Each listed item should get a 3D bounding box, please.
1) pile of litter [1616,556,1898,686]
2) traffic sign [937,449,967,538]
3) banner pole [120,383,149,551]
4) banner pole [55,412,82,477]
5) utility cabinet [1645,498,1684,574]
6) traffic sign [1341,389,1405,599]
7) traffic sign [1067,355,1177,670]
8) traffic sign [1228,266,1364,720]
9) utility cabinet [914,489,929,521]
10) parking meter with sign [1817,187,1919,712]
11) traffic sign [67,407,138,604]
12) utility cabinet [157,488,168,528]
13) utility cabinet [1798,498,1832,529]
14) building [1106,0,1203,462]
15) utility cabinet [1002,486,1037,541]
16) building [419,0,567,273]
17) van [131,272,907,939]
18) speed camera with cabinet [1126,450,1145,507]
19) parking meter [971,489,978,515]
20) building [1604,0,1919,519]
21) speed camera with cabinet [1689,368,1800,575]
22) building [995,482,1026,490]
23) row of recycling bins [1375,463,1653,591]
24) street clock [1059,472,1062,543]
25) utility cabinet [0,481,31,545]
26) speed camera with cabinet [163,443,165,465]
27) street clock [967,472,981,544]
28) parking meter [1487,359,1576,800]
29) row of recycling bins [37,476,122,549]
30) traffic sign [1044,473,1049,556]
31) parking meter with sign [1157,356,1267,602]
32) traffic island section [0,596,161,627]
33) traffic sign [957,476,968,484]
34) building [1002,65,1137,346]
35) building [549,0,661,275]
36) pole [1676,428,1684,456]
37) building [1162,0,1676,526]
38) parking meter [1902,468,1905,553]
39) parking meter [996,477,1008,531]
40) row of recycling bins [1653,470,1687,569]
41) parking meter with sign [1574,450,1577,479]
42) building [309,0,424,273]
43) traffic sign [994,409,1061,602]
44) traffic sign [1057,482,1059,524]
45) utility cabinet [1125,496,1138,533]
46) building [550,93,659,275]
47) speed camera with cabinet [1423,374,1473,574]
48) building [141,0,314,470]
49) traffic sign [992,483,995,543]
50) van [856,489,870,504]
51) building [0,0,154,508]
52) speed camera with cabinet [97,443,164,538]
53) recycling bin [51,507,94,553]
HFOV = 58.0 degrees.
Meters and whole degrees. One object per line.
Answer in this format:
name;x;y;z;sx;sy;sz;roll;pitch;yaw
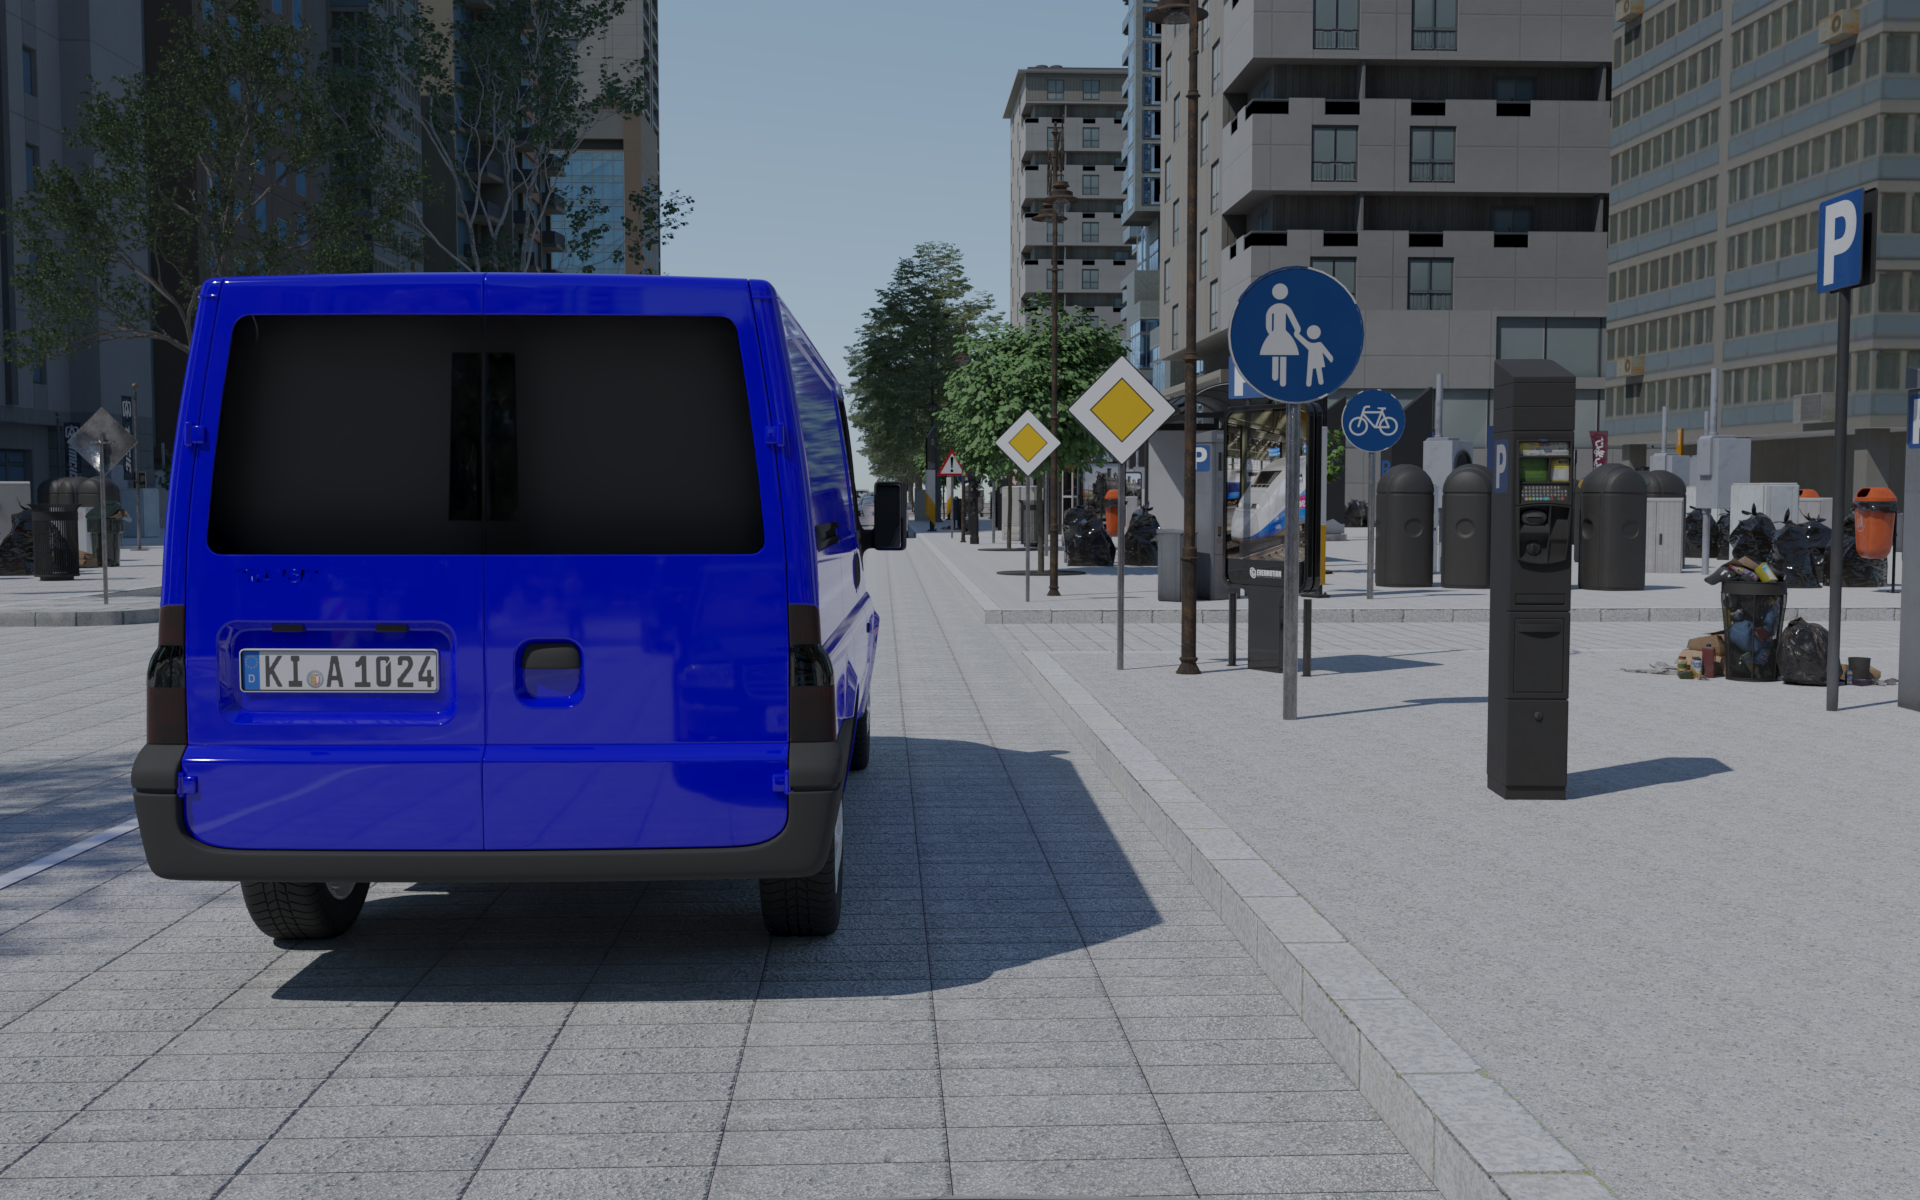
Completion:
pile of litter;5.584;0.111;12.150;1.176;0.858;1.719;-3;4;-37
traffic sign;-0.232;-3.072;50.230;0.884;2.594;0.081;0;4;2
banner pole;-18.626;-2.994;38.962;0.401;3.779;0.863;0;4;1
banner pole;-27.247;-3.845;52.888;0.863;3.779;0.401;-1;4;-17
utility cabinet;11.228;-1.044;28.234;1.020;1.237;0.306;2;4;26
traffic sign;5.005;-1.282;21.061;0.768;2.556;0.104;0;4;2
traffic sign;1.167;-0.547;12.579;0.795;2.450;0.064;0;4;-3
traffic sign;1.878;-0.592;9.783;0.768;2.556;0.104;0;4;-2
utility cabinet;-1.561;-4.470;81.757;1.173;1.500;0.318;-2;4;-25
parking meter with sign;5.988;-0.848;10.130;1.738;3.016;0.543;0;4;2
traffic sign;-9.931;-1.006;20.087;0.795;2.450;0.064;0;4;-3
utility cabinet;-30.109;-3.447;65.044;0.318;1.500;1.173;2;4;29
utility cabinet;14.428;-1.119;29.456;0.306;1.237;1.020;0;4;-7
building;21.706;-50.702;141.642;22.319;86.520;31.000;0;4;-3
utility cabinet;1.665;-2.355;47.184;1.173;1.500;0.318;3;5;44
building;-42.345;-29.175;131.631;22.147;44.769;28.867;0;4;-3
van;-1.354;-0.175;7.245;2.240;2.365;5.245;0;4;-1
speed camera with cabinet;6.066;-4.227;63.452;0.660;3.252;2.038;2;4;28
parking meter;0.789;-5.148;92.585;0.372;1.533;0.369;0;3;0
building;34.659;-21.933;50.488;23.993;40.220;32.217;0;4;-3
speed camera with cabinet;12.102;-1.976;26.640;0.660;3.252;2.038;0;4;-5
building;19.110;-24.238;241.333;27.650;21.520;28.899;0;4;-3
row of recycling bins;7.462;-1.008;23.599;3.534;1.692;1.069;1;4;18
street clock;2.742;-2.475;45.044;0.471;2.002;0.358;0;4;8
utility cabinet;-16.823;-1.312;30.133;1.173;1.500;0.318;-2;4;-29
speed camera with cabinet;-31.453;-4.471;67.433;2.038;3.252;0.660;3;5;45
street clock;0.372;-2.429;44.285;0.358;2.002;0.471;1;4;21
parking meter;2.418;-0.100;7.346;0.255;1.863;0.399;0;4;3
row of recycling bins;-21.075;-2.093;41.332;3.534;1.692;1.069;3;5;44
traffic sign;1.786;-2.178;35.723;0.768;2.556;0.104;0;4;1
parking meter with sign;3.072;-1.521;21.137;0.543;3.016;1.738;3;5;41
traffic island section;-9.955;0.130;20.148;2.009;0.180;2.903;0;4;-3
traffic sign;0.231;-5.208;85.256;0.768;2.556;0.104;0;4;2
building;20.449;-38.086;211.951;28.713;52.752;27.495;0;4;-3
building;-45.775;-47.491;214.725;20.563;71.187;20.611;0;4;-3
pole;22.312;-3.663;53.737;0.158;3.312;0.155;0;3;0
building;24.982;-30.158;82.325;28.713;52.752;27.495;0;4;-3
parking meter;18.310;-1.681;33.201;0.399;1.863;0.255;2;4;32
parking meter;1.478;-3.364;60.714;0.399;1.863;0.255;0;4;4
row of recycling bins;12.025;-1.468;31.109;1.069;1.692;3.534;0;4;0
parking meter with sign;23.276;-4.389;68.025;1.738;3.016;0.543;1;4;17
building;-46.595;-25.277;105.168;32.217;40.220;23.993;0;4;-3
traffic sign;0.803;-1.034;20.556;0.795;2.450;0.064;0;4;-3
traffic sign;2.061;-2.249;36.770;0.884;2.594;0.081;0;4;4
utility cabinet;4.484;-2.145;46.232;0.306;1.237;1.020;0;4;-6
building;-42.241;-33.506;197.938;14.600;45.320;14.200;0;4;-3
speed camera with cabinet;7.518;-2.055;27.932;2.038;3.252;0.660;-3;5;-44
building;-37.308;-25.955;74.477;14.600;45.320;14.200;0;4;-3
traffic sign;0.878;-2.752;45.108;0.768;2.556;0.104;0;4;7
van;-8.174;-8.359;143.683;2.013;2.044;4.112;0;4;-2
building;-38.203;-30.755;44.851;21.231;58.520;28.212;0;4;-3
speed camera with cabinet;-24.599;-3.478;51.193;2.038;3.252;0.660;2;4;27
recycling bin;-16.847;-1.253;33.039;0.722;1.027;0.722;0;4;-5
